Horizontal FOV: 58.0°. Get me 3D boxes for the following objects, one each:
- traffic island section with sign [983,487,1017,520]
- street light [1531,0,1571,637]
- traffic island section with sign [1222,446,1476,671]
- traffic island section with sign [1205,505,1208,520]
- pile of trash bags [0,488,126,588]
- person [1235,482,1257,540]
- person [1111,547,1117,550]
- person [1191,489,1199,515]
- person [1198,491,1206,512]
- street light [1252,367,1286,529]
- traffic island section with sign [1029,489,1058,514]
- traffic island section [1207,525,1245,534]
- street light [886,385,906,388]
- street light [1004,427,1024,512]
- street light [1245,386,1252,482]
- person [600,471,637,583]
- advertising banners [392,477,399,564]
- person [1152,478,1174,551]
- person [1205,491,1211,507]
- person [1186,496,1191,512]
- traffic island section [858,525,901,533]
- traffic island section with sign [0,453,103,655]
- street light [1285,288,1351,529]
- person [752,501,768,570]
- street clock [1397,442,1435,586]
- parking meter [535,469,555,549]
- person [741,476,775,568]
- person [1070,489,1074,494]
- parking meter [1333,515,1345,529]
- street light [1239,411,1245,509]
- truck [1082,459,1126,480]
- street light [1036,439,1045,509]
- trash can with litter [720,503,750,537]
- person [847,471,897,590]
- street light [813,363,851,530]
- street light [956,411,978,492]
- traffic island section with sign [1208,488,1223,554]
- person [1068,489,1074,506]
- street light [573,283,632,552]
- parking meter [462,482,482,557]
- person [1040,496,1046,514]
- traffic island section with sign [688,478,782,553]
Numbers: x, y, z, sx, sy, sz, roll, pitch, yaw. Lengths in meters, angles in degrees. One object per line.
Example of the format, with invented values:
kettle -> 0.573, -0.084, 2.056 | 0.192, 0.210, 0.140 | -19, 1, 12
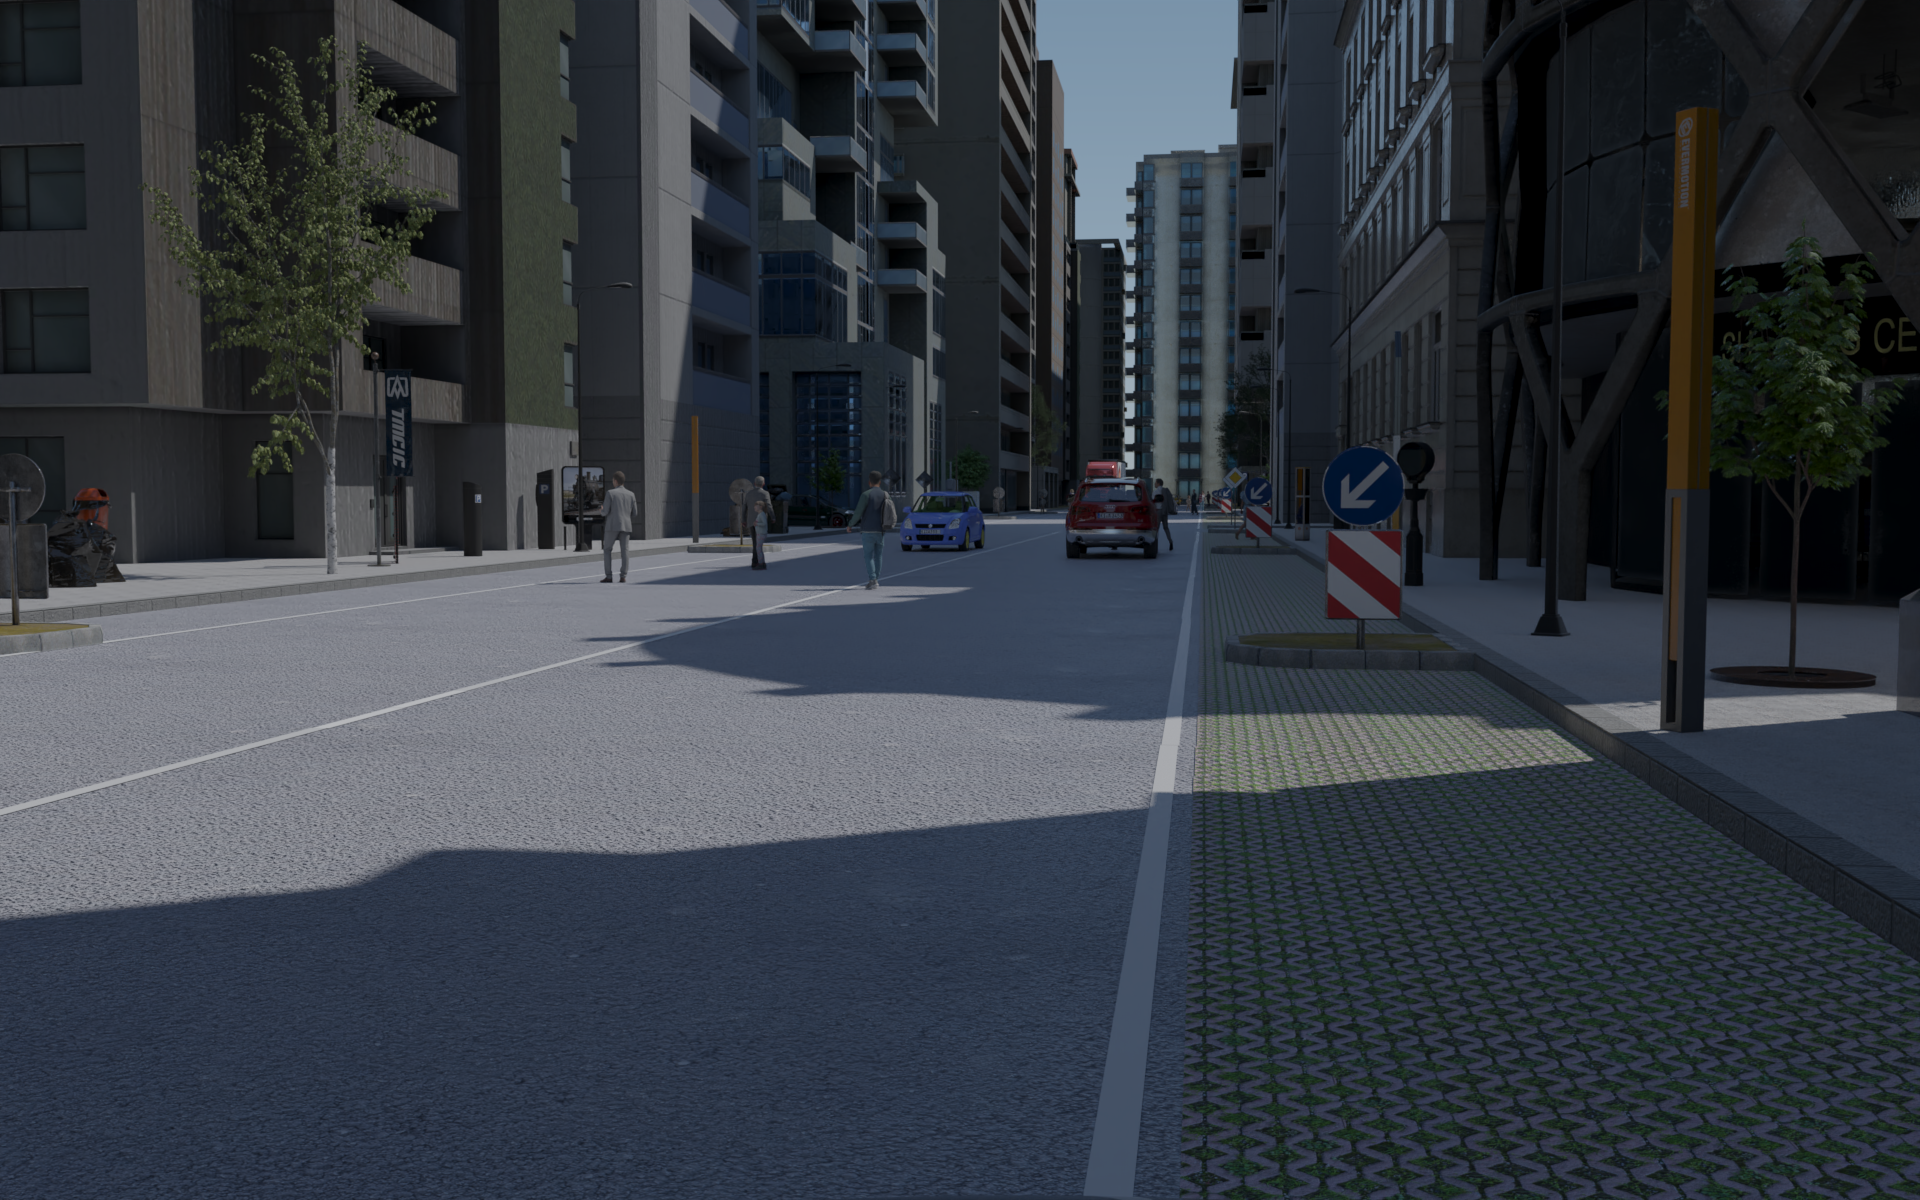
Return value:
traffic island section with sign -> 2.215, -5.465, 97.973 | 1.989, 1.847, 2.006 | 0, 4, 8
street light -> 4.833, -2.636, 15.644 | 1.470, 5.913, 1.316 | 0, 4, 8
traffic island section with sign -> 3.309, -0.389, 14.991 | 1.989, 1.847, 2.006 | 0, 4, 8
traffic island section with sign -> 14.780, -5.389, 96.739 | 1.989, 1.847, 2.006 | 0, 4, 8
pile of trash bags -> -13.032, -0.932, 24.999 | 1.912, 1.369, 3.447 | -1, 4, -8
person -> 8.982, -2.777, 53.994 | 0.778, 1.811, 0.616 | -2, 4, -26
person -> 3.973, -2.206, 44.693 | 0.709, 1.813, 0.853 | -1, 4, -23
person -> 15.927, -6.654, 117.706 | 0.534, 1.772, 0.576 | -3, 5, -44
person -> 19.794, -8.091, 141.625 | 0.563, 1.720, 0.643 | -1, 4, -21
street light -> 11.555, -5.569, 63.592 | 1.470, 5.913, 1.316 | 0, 4, 8
traffic island section with sign -> 6.038, -7.129, 125.187 | 1.989, 1.847, 2.006 | 0, 4, 8
traffic island section -> 10.170, -2.548, 63.949 | 2.009, 0.180, 2.903 | 0, 4, 8
street light -> -2.989, -6.183, 73.634 | 1.470, 5.913, 1.316 | 0, 4, 8
street light -> 3.730, -9.070, 120.832 | 1.470, 5.913, 1.316 | 0, 4, 8
street light -> 13.037, -6.201, 73.935 | 1.470, 5.913, 1.316 | 0, 4, 8
person -> -5.582, -1.186, 28.097 | 0.606, 1.804, 0.583 | -3, 5, -44
advertising banners -> -10.444, -2.193, 32.037 | 0.090, 3.025, 2.074 | -1, 4, -19
person -> 5.148, -2.165, 43.996 | 0.679, 1.850, 0.850 | -2, 4, -29
person -> 27.418, -11.209, 192.289 | 0.750, 1.759, 0.617 | -1, 4, -16
person -> 18.452, -7.773, 139.852 | 0.475, 1.303, 0.640 | 3, 5, 42
traffic island section -> -2.646, -2.658, 65.746 | 2.009, 0.180, 2.903 | 0, 4, 8
traffic island section with sign -> -9.259, -0.465, 16.226 | 1.989, 1.847, 2.006 | 0, 4, 8
street light -> 8.212, -4.069, 39.076 | 1.470, 5.913, 1.316 | 0, 4, 8
person -> -3.782, -1.218, 32.694 | 0.394, 1.301, 0.425 | -3, 4, -36
street clock -> 6.339, -1.196, 24.129 | 0.358, 2.002, 0.471 | -3, 5, -43
parking meter -> -9.624, -2.108, 40.178 | 0.399, 1.863, 0.255 | 0, 4, -2
person -> -3.934, -1.535, 33.992 | 0.661, 1.777, 0.834 | 1, 4, 15
person -> 9.933, -8.782, 151.949 | 0.709, 1.838, 0.599 | -3, 4, -37
parking meter -> 10.565, -2.600, 48.229 | 0.255, 1.863, 0.399 | 2, 4, 24
street light -> 16.350, -7.635, 97.377 | 1.470, 5.913, 1.316 | 0, 4, 8
truck -> 11.924, -9.365, 142.028 | 2.839, 4.237, 11.283 | 1, 4, 10
street light -> 7.020, -10.523, 144.594 | 1.470, 5.913, 1.316 | 0, 4, 8
trash can with litter -> -6.746, -2.486, 52.026 | 1.055, 1.170, 0.624 | 2, 4, 30
person -> -1.299, -1.061, 26.190 | 0.623, 1.781, 0.721 | -3, 5, -44
street light -> -4.550, -5.454, 61.712 | 1.470, 5.913, 1.316 | 0, 4, 8
street light -> 0.332, -7.637, 97.402 | 1.470, 5.913, 1.316 | 0, 4, 8
traffic island section with sign -> 7.053, -2.022, 41.686 | 1.989, 1.847, 2.006 | 0, 4, 8
person -> 8.807, -7.790, 136.050 | 0.728, 1.800, 0.709 | 1, 4, 16
street light -> -7.886, -4.020, 38.274 | 1.470, 5.913, 1.316 | 0, 4, 8
parking meter -> -10.034, -1.666, 35.649 | 0.372, 1.533, 0.369 | 0, 3, 0
person -> 5.838, -6.687, 122.110 | 0.475, 1.303, 0.640 | 1, 4, 19
traffic island section with sign -> -5.507, -2.098, 42.930 | 1.989, 1.847, 2.006 | 0, 4, 8
